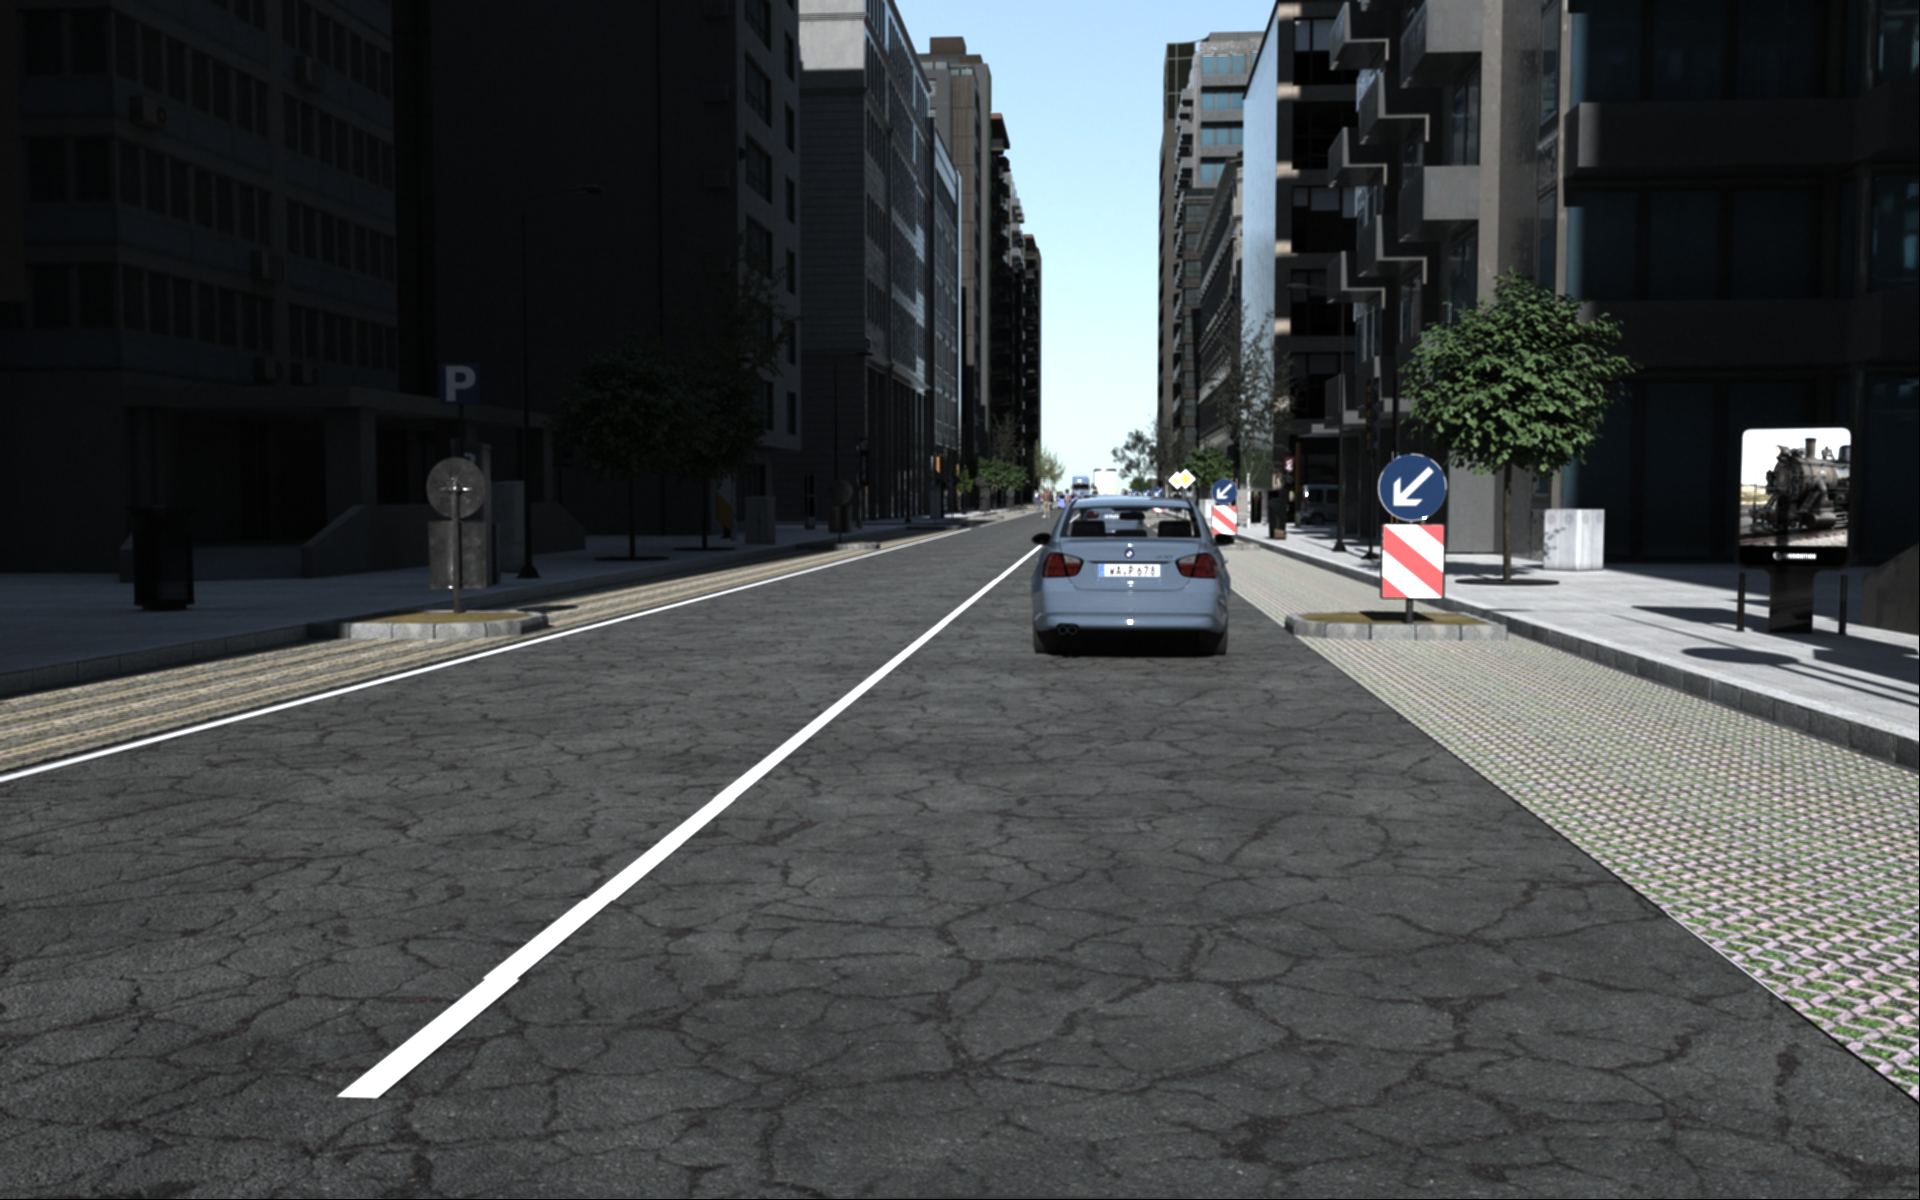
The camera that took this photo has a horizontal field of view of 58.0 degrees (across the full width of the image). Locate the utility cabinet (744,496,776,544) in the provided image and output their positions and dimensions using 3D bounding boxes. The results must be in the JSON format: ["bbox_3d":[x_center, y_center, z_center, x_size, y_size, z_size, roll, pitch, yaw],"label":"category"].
[{"bbox_3d":[-5.151,-2.043,44.563,0.306,1.237,1.020,-3,5,-40],"label":"utility cabinet"}]

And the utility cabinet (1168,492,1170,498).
[{"bbox_3d":[18.640,-8.684,150.654,1.173,1.500,0.318,2,4,29],"label":"utility cabinet"}]

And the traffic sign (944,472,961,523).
[{"bbox_3d":[-0.338,-4.547,77.986,0.795,2.450,0.064,0,4,5],"label":"traffic sign"}]

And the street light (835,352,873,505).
[{"bbox_3d":[-3.535,-5.155,56.824,1.470,5.913,1.316,0,4,5],"label":"street light"}]

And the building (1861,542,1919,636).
[{"bbox_3d":[24.252,-19.298,7.411,32.217,40.220,23.993,0,4,5],"label":"building"}]

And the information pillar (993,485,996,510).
[{"bbox_3d":[2.758,-8.185,138.313,0.304,2.012,0.304,0,3,0],"label":"information pillar"}]

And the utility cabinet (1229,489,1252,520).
[{"bbox_3d":[13.554,-4.591,83.741,0.318,1.500,1.173,-3,5,-44],"label":"utility cabinet"}]

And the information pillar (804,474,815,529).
[{"bbox_3d":[-5.458,-3.579,63.002,0.304,2.012,0.304,-2,4,-30],"label":"information pillar"}]

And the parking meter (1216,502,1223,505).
[{"bbox_3d":[11.779,-4.463,78.686,0.399,1.863,0.255,1,4,10],"label":"parking meter"}]

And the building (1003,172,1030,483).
[{"bbox_3d":[-1.990,-38.794,253.894,23.786,49.044,30.456,0,4,5],"label":"building"}]

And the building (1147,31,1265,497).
[{"bbox_3d":[40.325,-51.107,273.852,20.563,71.187,20.611,0,4,5],"label":"building"}]

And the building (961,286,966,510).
[{"bbox_3d":[-6.273,-18.848,137.838,12.332,23.373,15.834,0,4,5],"label":"building"}]

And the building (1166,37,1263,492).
[{"bbox_3d":[34.592,-34.675,186.545,23.786,49.044,30.456,0,4,5],"label":"building"}]

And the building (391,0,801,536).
[{"bbox_3d":[-13.075,-17.626,59.885,14.107,30.474,14.160,0,4,5],"label":"building"}]

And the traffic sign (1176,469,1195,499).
[{"bbox_3d":[9.004,-4.008,69.174,0.795,2.450,0.064,0,4,5],"label":"traffic sign"}]

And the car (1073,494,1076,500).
[{"bbox_3d":[12.165,-11.070,193.003,2.014,1.417,4.499,0,4,4],"label":"car"}]

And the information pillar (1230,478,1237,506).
[{"bbox_3d":[12.770,-4.667,80.801,0.304,2.012,0.304,1,4,12],"label":"information pillar"}]

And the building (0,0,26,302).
[{"bbox_3d":[-14.361,-21.710,5.078,14.600,45.320,14.200,0,4,5],"label":"building"}]

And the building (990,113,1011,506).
[{"bbox_3d":[-5.729,-33.136,196.402,22.147,44.769,28.867,0,4,5],"label":"building"}]

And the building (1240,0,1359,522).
[{"bbox_3d":[31.890,-17.204,85.802,34.151,26.468,19.350,0,4,5],"label":"building"}]

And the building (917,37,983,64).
[{"bbox_3d":[-4.304,-32.085,174.698,14.600,45.320,14.200,0,4,5],"label":"building"}]

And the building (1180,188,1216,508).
[{"bbox_3d":[28.103,-24.075,165.335,14.160,30.474,14.107,0,4,5],"label":"building"}]

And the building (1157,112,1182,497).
[{"bbox_3d":[35.440,-36.049,213.096,21.300,48.544,21.600,0,4,5],"label":"building"}]

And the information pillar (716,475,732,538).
[{"bbox_3d":[-6.819,-3.593,50.105,0.504,3.616,0.183,-3,4,-38],"label":"information pillar"}]

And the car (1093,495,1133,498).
[{"bbox_3d":[4.627,-2.449,52.037,2.014,1.417,4.499,0,4,6],"label":"car"}]

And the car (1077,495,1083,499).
[{"bbox_3d":[13.507,-11.710,204.043,1.945,1.354,3.894,0,4,7],"label":"car"}]

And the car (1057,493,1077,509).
[{"bbox_3d":[10.489,-9.804,169.894,1.945,1.707,3.694,0,4,3],"label":"car"}]

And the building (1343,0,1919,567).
[{"bbox_3d":[21.515,-25.874,42.650,23.786,49.044,30.456,0,4,5],"label":"building"}]

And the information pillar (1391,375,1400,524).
[{"bbox_3d":[8.527,-2.602,33.904,0.183,3.616,0.504,1,4,18],"label":"information pillar"}]

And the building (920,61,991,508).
[{"bbox_3d":[-4.561,-29.157,160.311,14.154,41.232,14.086,0,4,5],"label":"building"}]

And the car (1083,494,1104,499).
[{"bbox_3d":[7.598,-5.339,97.080,2.009,1.686,4.222,0,4,5],"label":"car"}]

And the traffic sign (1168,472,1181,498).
[{"bbox_3d":[9.670,-4.495,77.131,0.795,2.450,0.064,0,4,5],"label":"traffic sign"}]

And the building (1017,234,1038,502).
[{"bbox_3d":[1.342,-38.461,283.456,22.147,44.769,28.867,0,4,5],"label":"building"}]

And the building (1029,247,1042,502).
[{"bbox_3d":[7.127,-40.025,304.526,14.600,45.320,14.200,0,4,5],"label":"building"}]

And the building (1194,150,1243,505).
[{"bbox_3d":[26.995,-21.537,128.544,17.030,29.872,44.131,0,4,5],"label":"building"}]

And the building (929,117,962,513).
[{"bbox_3d":[-6.735,-18.431,119.361,12.078,24.808,19.932,0,4,5],"label":"building"}]

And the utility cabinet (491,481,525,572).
[{"bbox_3d":[-7.479,-1.227,28.740,0.318,1.500,1.173,-2,4,-33],"label":"utility cabinet"}]

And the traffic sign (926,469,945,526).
[{"bbox_3d":[-1.003,-4.060,70.028,0.795,2.450,0.064,0,4,5],"label":"traffic sign"}]

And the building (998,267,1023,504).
[{"bbox_3d":[0.564,-27.287,217.836,14.160,30.474,14.107,0,4,5],"label":"building"}]

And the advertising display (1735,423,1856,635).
[{"bbox_3d":[7.678,-0.657,15.958,0.974,1.923,0.123,2,4,24],"label":"advertising display"}]

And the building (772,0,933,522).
[{"bbox_3d":[-8.512,-19.385,94.443,11.434,29.767,29.804,0,4,5],"label":"building"}]

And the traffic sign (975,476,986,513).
[{"bbox_3d":[1.402,-7.321,119.810,0.768,2.556,0.104,1,4,10],"label":"traffic sign"}]

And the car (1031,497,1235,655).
[{"bbox_3d":[1.663,-0.292,16.773,2.014,1.417,4.499,0,4,6],"label":"car"}]
